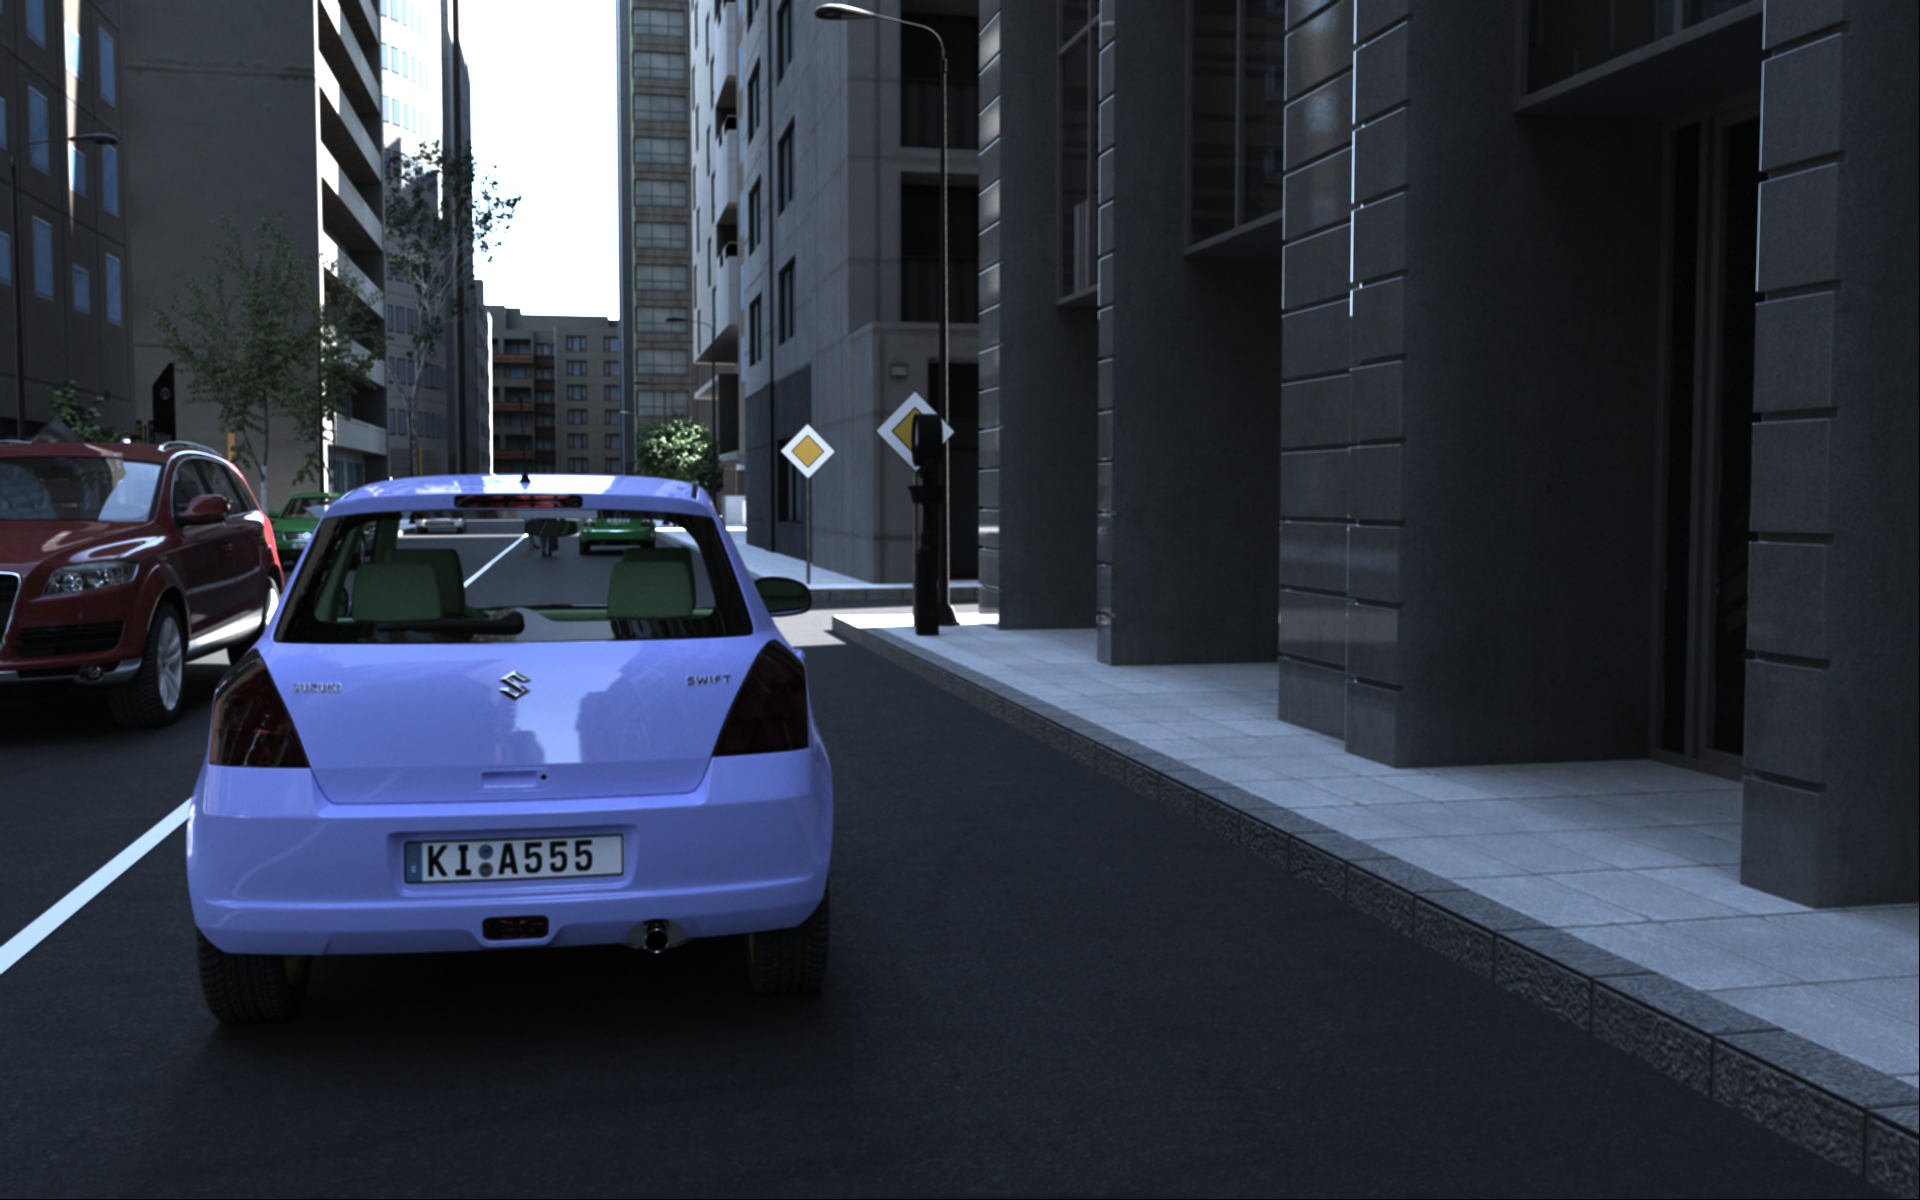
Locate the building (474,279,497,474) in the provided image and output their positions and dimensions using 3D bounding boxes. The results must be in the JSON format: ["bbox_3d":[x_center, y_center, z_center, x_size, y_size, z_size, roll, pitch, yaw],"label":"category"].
[{"bbox_3d":[-57.090,-18.881,153.751,28.899,21.520,27.650,-1,4,-12],"label":"building"}]

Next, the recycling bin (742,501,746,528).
[{"bbox_3d":[-7.917,-3.310,66.668,0.722,1.027,0.722,1,4,17],"label":"recycling bin"}]

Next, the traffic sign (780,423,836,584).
[{"bbox_3d":[-2.163,-1.284,24.629,0.795,2.450,0.064,-1,4,-12],"label":"traffic sign"}]

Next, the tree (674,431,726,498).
[{"bbox_3d":[-7.631,-3.564,52.865,1.663,3.219,1.824,0,3,0],"label":"tree"}]

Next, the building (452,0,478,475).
[{"bbox_3d":[-43.791,-29.285,128.921,14.600,45.320,14.200,-1,4,-12],"label":"building"}]

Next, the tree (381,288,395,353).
[{"bbox_3d":[-19.387,-6.253,52.592,4.737,8.622,4.395,0,3,0],"label":"tree"}]

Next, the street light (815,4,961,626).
[{"bbox_3d":[-0.691,-2.703,16.727,1.470,5.913,1.316,-1,4,-12],"label":"street light"}]

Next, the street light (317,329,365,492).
[{"bbox_3d":[-17.443,-4.663,48.778,1.470,5.913,1.316,-1,4,-12],"label":"street light"}]

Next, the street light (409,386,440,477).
[{"bbox_3d":[-23.102,-6.248,74.697,1.470,5.913,1.316,-1,4,-12],"label":"street light"}]

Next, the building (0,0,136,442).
[{"bbox_3d":[-24.988,-23.355,31.973,14.600,45.320,14.200,-1,4,-12],"label":"building"}]

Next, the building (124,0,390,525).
[{"bbox_3d":[-33.836,-26.945,64.252,21.300,48.544,21.600,-1,4,-12],"label":"building"}]

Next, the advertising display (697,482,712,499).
[{"bbox_3d":[-10.626,-4.015,70.854,0.974,1.923,0.123,-1,4,-14],"label":"advertising display"}]

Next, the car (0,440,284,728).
[{"bbox_3d":[-6.172,-0.211,12.118,2.281,1.827,5.304,-1,4,-11],"label":"car"}]

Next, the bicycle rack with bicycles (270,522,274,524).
[{"bbox_3d":[-17.500,-1.670,40.686,2.925,0.926,2.852,-2,4,-29],"label":"bicycle rack with bicycles"}]

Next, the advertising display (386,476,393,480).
[{"bbox_3d":[-19.953,-3.389,60.631,0.123,1.923,0.974,-1,4,-13],"label":"advertising display"}]

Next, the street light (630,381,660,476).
[{"bbox_3d":[-12.732,-6.059,71.599,1.470,5.913,1.316,-1,4,-12],"label":"street light"}]

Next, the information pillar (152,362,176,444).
[{"bbox_3d":[-14.187,-2.422,30.951,0.504,3.616,0.183,2,4,26],"label":"information pillar"}]

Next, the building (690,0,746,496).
[{"bbox_3d":[-22.727,-37.161,196.824,27.495,52.752,28.713,-1,4,-12],"label":"building"}]

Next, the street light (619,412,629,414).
[{"bbox_3d":[-18.536,-7.670,97.942,1.470,5.913,1.316,-1,4,-12],"label":"street light"}]

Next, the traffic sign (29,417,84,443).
[{"bbox_3d":[-11.731,-1.156,22.540,0.795,2.450,0.064,-1,4,-12],"label":"traffic sign"}]

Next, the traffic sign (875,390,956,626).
[{"bbox_3d":[-0.438,-0.807,16.831,0.795,2.450,0.064,-1,4,-12],"label":"traffic sign"}]

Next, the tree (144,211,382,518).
[{"bbox_3d":[-18.192,-5.756,44.476,4.737,8.622,4.395,0,3,0],"label":"tree"}]

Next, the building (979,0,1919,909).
[{"bbox_3d":[8.614,-13.797,3.068,11.434,29.767,29.804,-1,4,-12],"label":"building"}]

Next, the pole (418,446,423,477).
[{"bbox_3d":[-23.042,-4.902,73.986,0.158,3.312,0.155,0,3,0],"label":"pole"}]

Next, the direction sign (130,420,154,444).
[{"bbox_3d":[-24.992,-3.744,53.218,0.876,3.537,0.379,-1,4,-18],"label":"direction sign"}]

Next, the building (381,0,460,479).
[{"bbox_3d":[-43.008,-34.528,106.534,21.231,58.520,28.212,-1,4,-12],"label":"building"}]

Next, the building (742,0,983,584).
[{"bbox_3d":[6.626,-36.479,34.678,20.611,71.187,20.563,-1,4,-12],"label":"building"}]

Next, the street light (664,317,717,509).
[{"bbox_3d":[-7.037,-4.475,45.712,1.470,5.913,1.316,-1,4,-12],"label":"street light"}]

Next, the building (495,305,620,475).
[{"bbox_3d":[-49.964,-21.121,190.370,28.899,21.520,27.650,-1,4,-12],"label":"building"}]

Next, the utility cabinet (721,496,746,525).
[{"bbox_3d":[-9.329,-3.681,71.340,1.020,1.237,0.306,-3,5,-41],"label":"utility cabinet"}]

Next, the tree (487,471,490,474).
[{"bbox_3d":[-38.657,-9.044,142.462,1.663,3.219,1.824,0,3,0],"label":"tree"}]

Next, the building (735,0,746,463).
[{"bbox_3d":[0.327,-24.799,55.579,14.600,45.320,14.200,-1,4,-12],"label":"building"}]

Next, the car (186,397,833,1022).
[{"bbox_3d":[-1.453,0.213,6.111,1.945,1.707,3.694,-1,4,-11],"label":"car"}]

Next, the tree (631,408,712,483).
[{"bbox_3d":[-10.881,-5.044,66.184,4.285,4.588,4.351,0,3,0],"label":"tree"}]

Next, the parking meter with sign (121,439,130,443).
[{"bbox_3d":[-26.923,-3.597,55.074,1.738,3.016,0.543,2,4,28],"label":"parking meter with sign"}]

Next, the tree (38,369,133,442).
[{"bbox_3d":[-13.684,-1.959,26.639,1.663,3.219,1.824,0,3,0],"label":"tree"}]

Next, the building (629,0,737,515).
[{"bbox_3d":[-14.134,-26.192,111.837,14.154,41.232,14.086,-1,4,-12],"label":"building"}]

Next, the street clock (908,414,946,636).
[{"bbox_3d":[-0.299,-0.683,15.737,0.358,2.002,0.471,-1,4,-9],"label":"street clock"}]

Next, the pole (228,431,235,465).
[{"bbox_3d":[-23.683,-3.824,56.370,0.158,3.312,0.155,0,3,0],"label":"pole"}]

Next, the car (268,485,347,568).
[{"bbox_3d":[-12.554,-1.563,34.356,1.959,1.807,4.718,-1,4,-11],"label":"car"}]

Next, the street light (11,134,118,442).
[{"bbox_3d":[-11.567,-3.049,22.393,1.470,5.913,1.316,-1,4,-12],"label":"street light"}]

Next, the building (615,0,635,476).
[{"bbox_3d":[-20.971,-37.788,159.826,21.231,58.520,28.212,-1,4,-12],"label":"building"}]

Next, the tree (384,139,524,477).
[{"bbox_3d":[-28.494,-14.093,86.304,12.611,20.169,13.585,0,3,0],"label":"tree"}]
